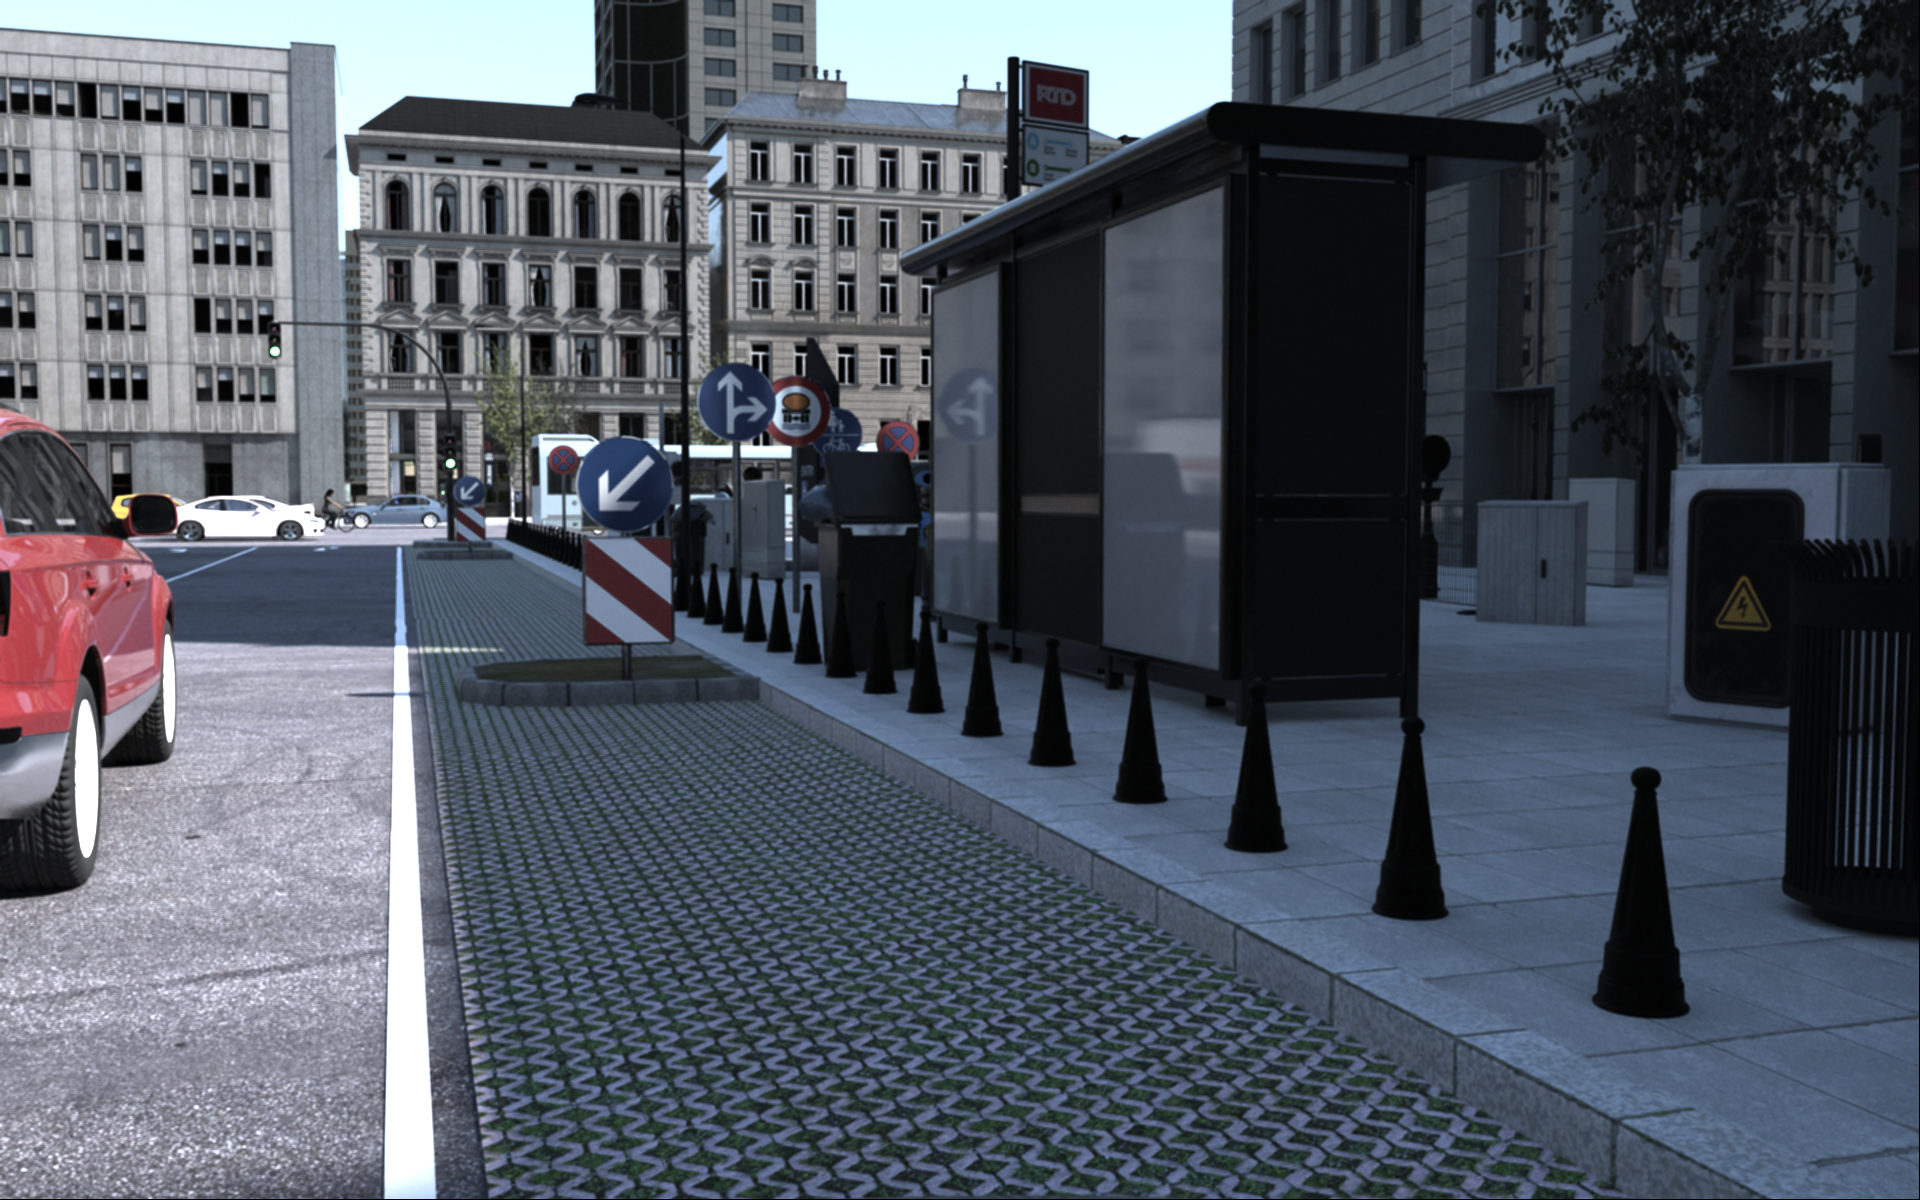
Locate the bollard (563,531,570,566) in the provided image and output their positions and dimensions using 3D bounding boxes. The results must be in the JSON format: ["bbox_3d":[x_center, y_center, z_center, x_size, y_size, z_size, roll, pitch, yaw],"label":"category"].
[{"bbox_3d":[-6.873,-0.901,30.777,0.229,0.601,0.229,0,3,0],"label":"bollard"}]

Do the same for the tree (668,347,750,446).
[{"bbox_3d":[-12.360,-8.355,86.965,4.737,8.622,4.395,0,3,0],"label":"tree"}]

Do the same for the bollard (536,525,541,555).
[{"bbox_3d":[-8.780,-1.260,36.650,0.229,0.601,0.229,0,3,0],"label":"bollard"}]

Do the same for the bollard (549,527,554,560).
[{"bbox_3d":[-7.827,-1.081,33.720,0.229,0.601,0.229,0,3,0],"label":"bollard"}]

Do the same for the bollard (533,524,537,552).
[{"bbox_3d":[-9.099,-1.321,37.637,0.229,0.601,0.229,0,3,0],"label":"bollard"}]

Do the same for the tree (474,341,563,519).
[{"bbox_3d":[-21.462,-8.122,83.163,4.737,8.622,4.395,0,3,0],"label":"tree"}]

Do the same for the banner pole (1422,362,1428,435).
[{"bbox_3d":[7.501,-2.363,28.648,0.401,3.779,0.863,3,5,44],"label":"banner pole"}]

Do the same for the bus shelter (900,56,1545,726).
[{"bbox_3d":[1.000,-2.206,13.697,2.179,5.291,8.768,-1,4,-18],"label":"bus shelter"}]

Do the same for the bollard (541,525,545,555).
[{"bbox_3d":[-8.458,-1.201,35.675,0.229,0.601,0.229,0,3,0],"label":"bollard"}]

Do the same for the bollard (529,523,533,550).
[{"bbox_3d":[-9.416,-1.381,38.614,0.229,0.601,0.229,0,3,0],"label":"bollard"}]

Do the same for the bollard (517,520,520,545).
[{"bbox_3d":[-10.693,-1.621,42.547,0.229,0.601,0.229,0,3,0],"label":"bollard"}]

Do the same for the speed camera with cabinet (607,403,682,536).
[{"bbox_3d":[-6.636,-2.599,36.826,0.660,3.252,2.038,2,4,30],"label":"speed camera with cabinet"}]

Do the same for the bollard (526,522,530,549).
[{"bbox_3d":[-9.735,-1.441,39.599,0.229,0.601,0.229,0,3,0],"label":"bollard"}]

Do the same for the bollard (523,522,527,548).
[{"bbox_3d":[-10.055,-1.501,40.575,0.229,0.601,0.229,0,3,0],"label":"bollard"}]

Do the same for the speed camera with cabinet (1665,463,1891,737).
[{"bbox_3d":[4.842,-0.905,9.135,0.660,3.252,2.038,-3,4,-38],"label":"speed camera with cabinet"}]

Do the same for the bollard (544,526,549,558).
[{"bbox_3d":[-8.144,-1.141,34.697,0.229,0.601,0.229,0,3,0],"label":"bollard"}]

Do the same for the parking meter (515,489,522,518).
[{"bbox_3d":[-23.976,-5.240,94.084,0.372,1.533,0.369,0,3,0],"label":"parking meter"}]

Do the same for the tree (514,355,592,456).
[{"bbox_3d":[-21.186,-8.594,90.873,4.360,8.622,3.978,0,3,0],"label":"tree"}]

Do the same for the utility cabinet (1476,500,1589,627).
[{"bbox_3d":[5.650,-0.366,17.145,1.020,1.237,0.306,3,5,42],"label":"utility cabinet"}]

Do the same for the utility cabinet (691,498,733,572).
[{"bbox_3d":[-3.959,-1.077,28.767,1.020,1.237,0.306,1,4,23],"label":"utility cabinet"}]

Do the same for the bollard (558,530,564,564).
[{"bbox_3d":[-7.188,-0.961,31.754,0.229,0.601,0.229,0,3,0],"label":"bollard"}]

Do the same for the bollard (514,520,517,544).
[{"bbox_3d":[-11.007,-1.681,43.525,0.229,0.601,0.229,0,3,0],"label":"bollard"}]

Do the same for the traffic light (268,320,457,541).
[{"bbox_3d":[-15.824,-4.376,46.208,4.771,5.953,1.251,-1,4,-18],"label":"traffic light"}]

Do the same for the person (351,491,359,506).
[{"bbox_3d":[-71.580,-11.966,204.659,1.217,1.766,0.721,0,4,3],"label":"person"}]

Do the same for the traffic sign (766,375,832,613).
[{"bbox_3d":[-1.769,-1.136,18.675,0.768,2.556,0.104,-1,4,-13],"label":"traffic sign"}]

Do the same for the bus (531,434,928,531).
[{"bbox_3d":[-7.060,-3.765,56.416,13.247,3.499,2.948,-1,4,-20],"label":"bus"}]

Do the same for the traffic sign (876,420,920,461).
[{"bbox_3d":[-1.082,-1.834,30.085,0.768,2.556,0.104,-1,4,-10],"label":"traffic sign"}]

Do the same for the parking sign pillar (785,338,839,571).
[{"bbox_3d":[-2.443,-2.497,29.305,1.447,3.967,1.447,-2,4,-23],"label":"parking sign pillar"}]

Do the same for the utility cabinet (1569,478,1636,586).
[{"bbox_3d":[9.014,-0.958,24.338,0.318,1.500,1.173,-1,4,-12],"label":"utility cabinet"}]

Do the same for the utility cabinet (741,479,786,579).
[{"bbox_3d":[-3.026,-1.082,26.375,0.318,1.500,1.173,-2,4,-27],"label":"utility cabinet"}]

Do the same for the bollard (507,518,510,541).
[{"bbox_3d":[-11.969,-1.862,46.477,0.229,0.601,0.229,0,3,0],"label":"bollard"}]

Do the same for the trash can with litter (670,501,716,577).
[{"bbox_3d":[-4.307,-0.965,27.167,0.624,1.170,1.055,1,4,17],"label":"trash can with litter"}]

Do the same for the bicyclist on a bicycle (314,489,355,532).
[{"bbox_3d":[-23.596,-3.367,65.079,1.625,1.676,1.499,-1,4,-18],"label":"bicyclist on a bicycle"}]

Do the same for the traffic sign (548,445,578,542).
[{"bbox_3d":[-10.346,-2.760,45.231,0.768,2.556,0.104,-1,4,-15],"label":"traffic sign"}]

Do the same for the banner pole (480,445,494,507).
[{"bbox_3d":[-24.148,-6.013,88.323,0.863,3.779,0.401,-2,4,-29],"label":"banner pole"}]

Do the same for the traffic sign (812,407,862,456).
[{"bbox_3d":[-1.824,-1.558,25.574,0.768,2.556,0.104,-1,4,-9],"label":"traffic sign"}]

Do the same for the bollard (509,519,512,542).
[{"bbox_3d":[-11.643,-1.801,45.486,0.229,0.601,0.229,0,3,0],"label":"bollard"}]

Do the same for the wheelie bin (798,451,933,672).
[{"bbox_3d":[-0.715,-0.295,12.739,0.980,1.594,0.693,-1,4,-20],"label":"wheelie bin"}]

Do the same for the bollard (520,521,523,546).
[{"bbox_3d":[-10.372,-1.561,41.559,0.229,0.601,0.229,0,3,0],"label":"bollard"}]

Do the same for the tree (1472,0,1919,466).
[{"bbox_3d":[5.721,-3.833,13.034,4.360,8.622,3.978,0,3,0],"label":"tree"}]

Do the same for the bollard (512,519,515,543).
[{"bbox_3d":[-11.326,-1.741,44.509,0.229,0.601,0.229,0,3,0],"label":"bollard"}]

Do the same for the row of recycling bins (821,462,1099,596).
[{"bbox_3d":[-0.014,-0.914,22.054,3.534,1.692,1.069,0,4,-4],"label":"row of recycling bins"}]

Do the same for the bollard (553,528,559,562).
[{"bbox_3d":[-7.509,-1.021,32.729,0.229,0.601,0.229,0,3,0],"label":"bollard"}]

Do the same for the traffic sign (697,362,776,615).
[{"bbox_3d":[-2.176,-1.027,16.890,0.768,2.556,0.104,-1,4,-15],"label":"traffic sign"}]
